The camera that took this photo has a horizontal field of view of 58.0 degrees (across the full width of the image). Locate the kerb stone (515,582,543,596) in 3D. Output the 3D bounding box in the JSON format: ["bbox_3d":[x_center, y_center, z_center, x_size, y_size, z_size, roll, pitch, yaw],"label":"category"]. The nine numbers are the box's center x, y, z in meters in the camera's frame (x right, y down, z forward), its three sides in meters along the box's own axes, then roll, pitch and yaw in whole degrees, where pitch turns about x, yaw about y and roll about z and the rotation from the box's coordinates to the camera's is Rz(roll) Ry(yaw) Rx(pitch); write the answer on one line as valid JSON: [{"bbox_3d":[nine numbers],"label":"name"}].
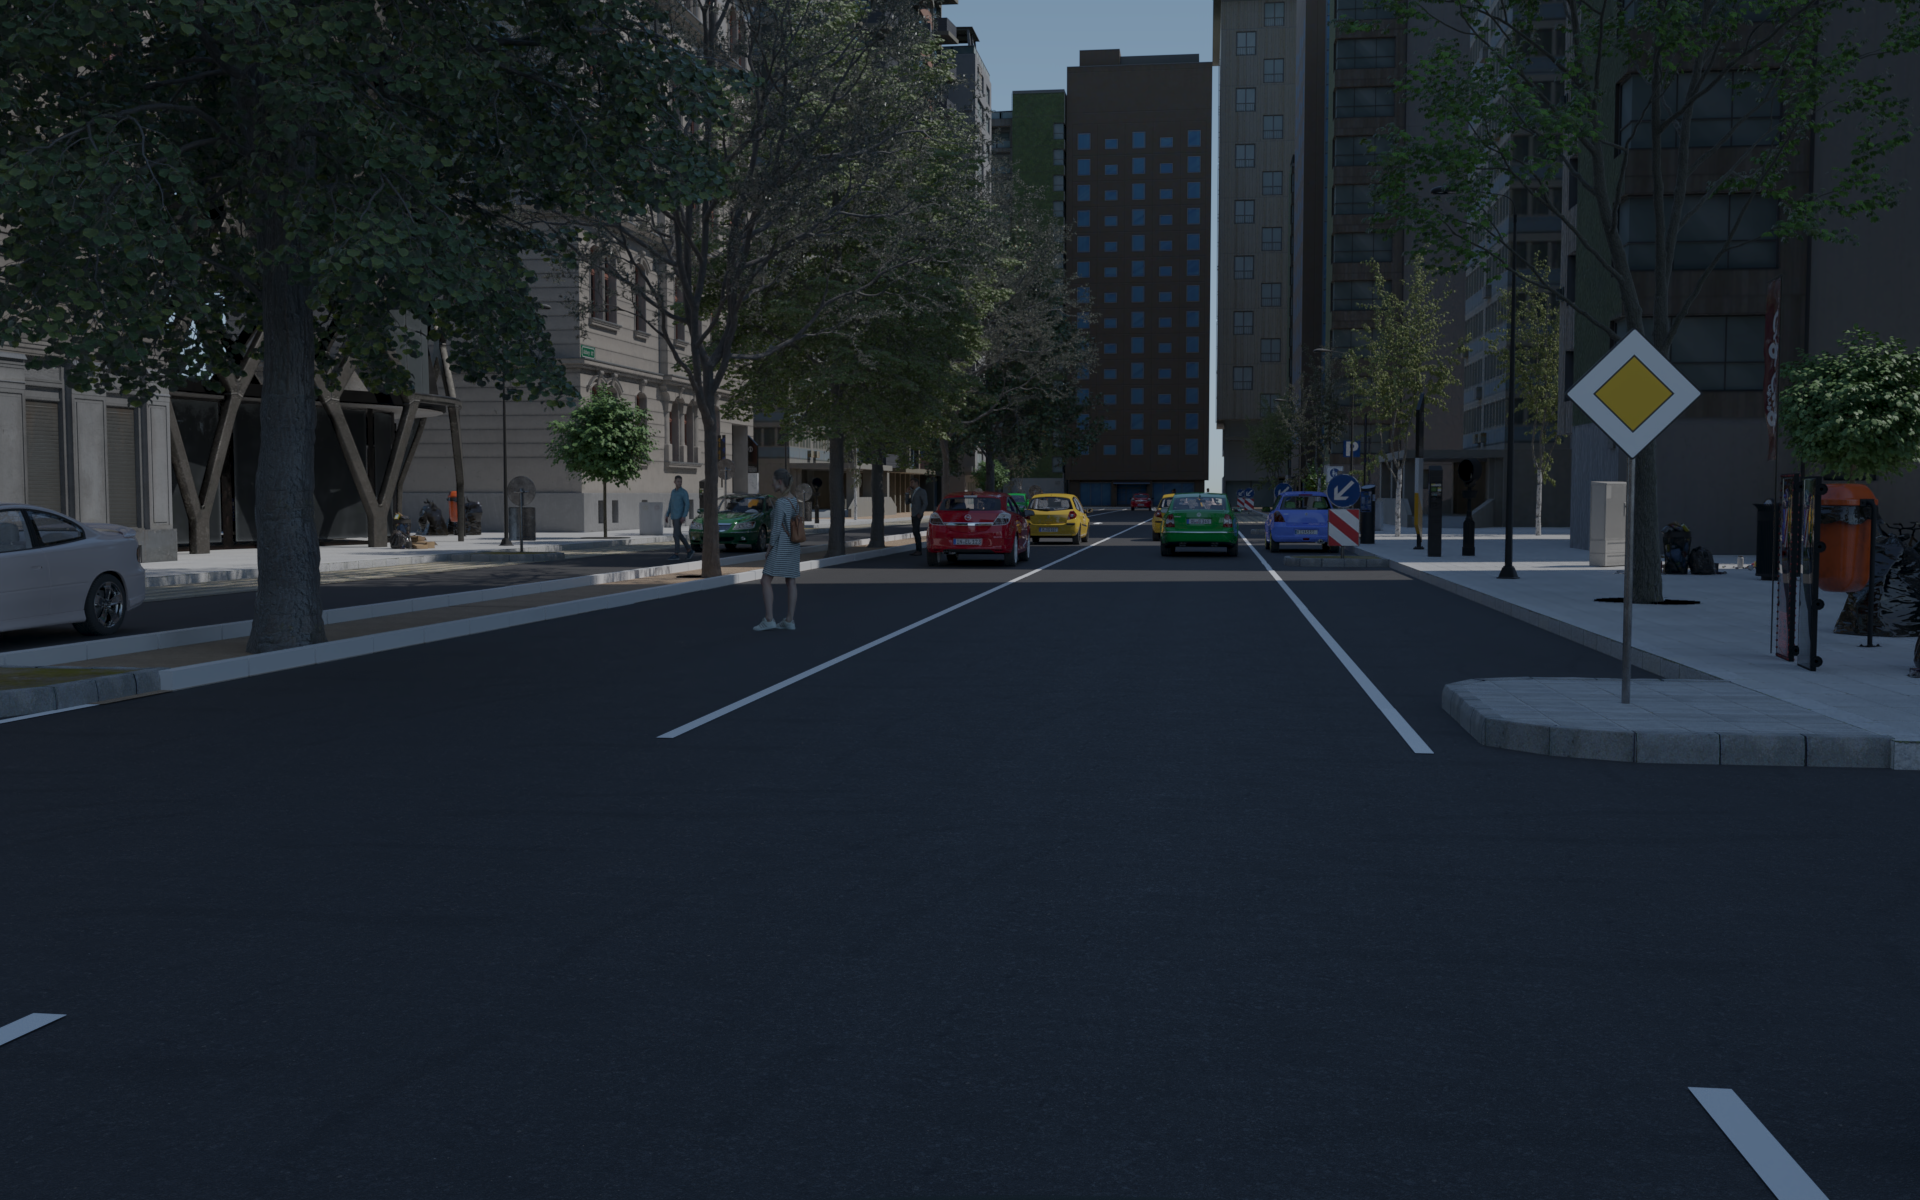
[{"bbox_3d":[-6.192,-0.141,24.530,0.120,0.150,1.000,0,4,8],"label":"kerb stone"}]

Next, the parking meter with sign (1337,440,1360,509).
[{"bbox_3d":[12.732,-3.721,57.104,0.543,3.016,1.738,0,4,2],"label":"parking meter with sign"}]

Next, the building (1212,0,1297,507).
[{"bbox_3d":[40.164,-36.226,181.528,27.495,52.752,28.713,0,4,8],"label":"building"}]

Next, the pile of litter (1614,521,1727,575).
[{"bbox_3d":[11.441,-0.853,27.905,1.719,0.858,1.176,1,4,23],"label":"pile of litter"}]

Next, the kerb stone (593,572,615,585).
[{"bbox_3d":[-5.756,-0.329,27.574,0.120,0.150,1.000,0,4,8],"label":"kerb stone"}]

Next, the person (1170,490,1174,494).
[{"bbox_3d":[18.599,-8.737,151.295,1.348,1.831,0.705,0,4,-7],"label":"person"}]

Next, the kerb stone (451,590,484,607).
[{"bbox_3d":[-6.476,-0.017,22.502,0.120,0.150,1.000,0,4,8],"label":"kerb stone"}]

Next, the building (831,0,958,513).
[{"bbox_3d":[-12.100,-28.953,128.010,22.147,44.769,28.867,0,4,8],"label":"building"}]

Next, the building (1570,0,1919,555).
[{"bbox_3d":[21.819,-16.505,41.558,14.160,30.474,14.107,0,4,8],"label":"building"}]

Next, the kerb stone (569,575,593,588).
[{"bbox_3d":[-5.904,-0.264,26.563,0.120,0.150,1.000,0,4,8],"label":"kerb stone"}]

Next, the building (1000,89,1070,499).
[{"bbox_3d":[4.477,-30.328,179.454,14.086,41.232,14.154,0,4,8],"label":"building"}]

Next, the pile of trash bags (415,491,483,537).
[{"bbox_3d":[-15.723,-2.676,53.508,1.912,1.369,3.447,-1,4,-23],"label":"pile of trash bags"}]

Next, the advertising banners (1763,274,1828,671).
[{"bbox_3d":[6.407,-1.050,13.354,0.090,3.025,2.074,1,4,14],"label":"advertising banners"}]

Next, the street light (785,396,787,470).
[{"bbox_3d":[-6.632,-6.030,71.137,1.470,5.913,1.316,0,4,8],"label":"street light"}]

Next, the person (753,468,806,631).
[{"bbox_3d":[-1.867,-0.538,18.302,0.522,1.701,0.512,1,4,18],"label":"person"}]

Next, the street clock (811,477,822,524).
[{"bbox_3d":[-6.226,-4.327,75.318,0.471,2.002,0.358,-1,4,-14],"label":"street clock"}]

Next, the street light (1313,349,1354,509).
[{"bbox_3d":[11.994,-5.071,55.459,1.470,5.913,1.316,0,4,8],"label":"street light"}]

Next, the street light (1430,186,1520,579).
[{"bbox_3d":[7.788,-3.282,26.197,1.470,5.913,1.316,0,4,8],"label":"street light"}]

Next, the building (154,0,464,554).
[{"bbox_3d":[-21.774,-10.761,43.400,16.820,18.784,16.811,0,4,8],"label":"building"}]

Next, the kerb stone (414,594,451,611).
[{"bbox_3d":[-6.621,0.043,21.490,0.120,0.150,1.000,0,4,8],"label":"kerb stone"}]

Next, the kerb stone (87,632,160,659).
[{"bbox_3d":[-7.493,0.416,15.402,0.120,0.150,1.000,0,4,8],"label":"kerb stone"}]

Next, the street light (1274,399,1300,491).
[{"bbox_3d":[16.051,-6.861,84.717,1.470,5.913,1.316,0,4,8],"label":"street light"}]

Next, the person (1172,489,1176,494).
[{"bbox_3d":[15.151,-6.951,122.178,0.705,1.821,1.348,-2,4,-25],"label":"person"}]

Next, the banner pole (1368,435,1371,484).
[{"bbox_3d":[16.922,-4.991,71.621,0.401,3.779,0.863,1,4,20],"label":"banner pole"}]

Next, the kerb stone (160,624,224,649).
[{"bbox_3d":[-7.342,0.353,16.423,0.120,0.150,1.000,0,4,8],"label":"kerb stone"}]

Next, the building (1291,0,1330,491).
[{"bbox_3d":[33.328,-29.634,134.634,14.600,45.320,14.200,0,4,8],"label":"building"}]

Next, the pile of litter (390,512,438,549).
[{"bbox_3d":[-12.926,-1.649,40.923,1.176,0.858,1.719,0,4,1],"label":"pile of litter"}]

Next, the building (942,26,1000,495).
[{"bbox_3d":[-4.544,-28.861,155.474,14.086,41.232,14.154,0,4,8],"label":"building"}]

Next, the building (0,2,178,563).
[{"bbox_3d":[-20.912,-10.722,24.452,9.793,20.994,18.267,0,4,8],"label":"building"}]

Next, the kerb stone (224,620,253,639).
[{"bbox_3d":[-7.196,0.291,17.435,0.120,0.150,1.000,0,4,8],"label":"kerb stone"}]

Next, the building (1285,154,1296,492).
[{"bbox_3d":[35.208,-23.083,149.113,14.160,30.474,14.107,0,4,8],"label":"building"}]

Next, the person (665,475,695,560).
[{"bbox_3d":[-6.076,-1.799,37.776,0.748,1.841,0.638,-2,4,-35],"label":"person"}]

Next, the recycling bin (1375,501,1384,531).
[{"bbox_3d":[14.458,-2.951,60.806,0.722,1.027,0.722,1,4,21],"label":"recycling bin"}]

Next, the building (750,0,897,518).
[{"bbox_3d":[-20.883,-25.094,102.175,32.217,40.220,23.993,0,4,8],"label":"building"}]

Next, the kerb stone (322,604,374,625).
[{"bbox_3d":[-6.906,0.167,19.463,0.120,0.150,1.000,0,4,8],"label":"kerb stone"}]

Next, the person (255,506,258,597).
[{"bbox_3d":[-9.268,-0.846,23.341,0.512,1.701,0.522,-1,4,-10],"label":"person"}]

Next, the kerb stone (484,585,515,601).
[{"bbox_3d":[-6.332,-0.076,23.514,0.120,0.150,1.000,0,4,8],"label":"kerb stone"}]

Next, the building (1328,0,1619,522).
[{"bbox_3d":[27.639,-19.923,97.436,14.160,30.474,14.107,0,4,8],"label":"building"}]

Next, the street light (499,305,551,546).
[{"bbox_3d":[-10.709,-4.289,42.664,1.470,5.913,1.316,0,4,8],"label":"street light"}]

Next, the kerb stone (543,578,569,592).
[{"bbox_3d":[-6.041,-0.205,25.549,0.120,0.150,1.000,0,4,8],"label":"kerb stone"}]

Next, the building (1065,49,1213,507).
[{"bbox_3d":[18.518,-32.264,177.623,14.200,45.320,14.600,0,4,8],"label":"building"}]

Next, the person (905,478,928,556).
[{"bbox_3d":[-1.027,-1.942,40.436,0.473,1.802,0.592,-1,4,-14],"label":"person"}]

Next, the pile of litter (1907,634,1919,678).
[{"bbox_3d":[7.536,0.109,12.190,1.719,0.858,1.176,1,4,9],"label":"pile of litter"}]

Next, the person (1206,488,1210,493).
[{"bbox_3d":[15.477,-6.081,108.023,1.348,1.812,0.705,-2,4,-25],"label":"person"}]

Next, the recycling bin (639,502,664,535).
[{"bbox_3d":[-9.616,-2.534,53.986,0.722,1.027,0.722,0,4,-8],"label":"recycling bin"}]

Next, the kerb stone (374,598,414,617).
[{"bbox_3d":[-6.766,0.107,20.478,0.120,0.150,1.000,0,4,8],"label":"kerb stone"}]

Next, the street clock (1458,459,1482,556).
[{"bbox_3d":[10.550,-1.915,35.877,0.358,2.002,0.471,-2,4,-26],"label":"street clock"}]

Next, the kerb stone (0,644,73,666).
[{"bbox_3d":[-7.630,0.478,14.382,0.120,0.150,1.000,0,4,8],"label":"kerb stone"}]

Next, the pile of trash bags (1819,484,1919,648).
[{"bbox_3d":[8.727,-0.348,15.450,3.447,1.369,1.912,-2,4,-31],"label":"pile of trash bags"}]

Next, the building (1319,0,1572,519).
[{"bbox_3d":[39.989,-25.854,114.592,32.217,40.220,23.993,0,4,8],"label":"building"}]

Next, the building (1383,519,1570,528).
[{"bbox_3d":[34.045,-23.106,69.672,32.217,40.220,23.993,0,4,8],"label":"building"}]

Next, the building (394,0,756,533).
[{"bbox_3d":[-17.043,-17.188,68.418,14.401,28.519,23.554,0,4,8],"label":"building"}]
